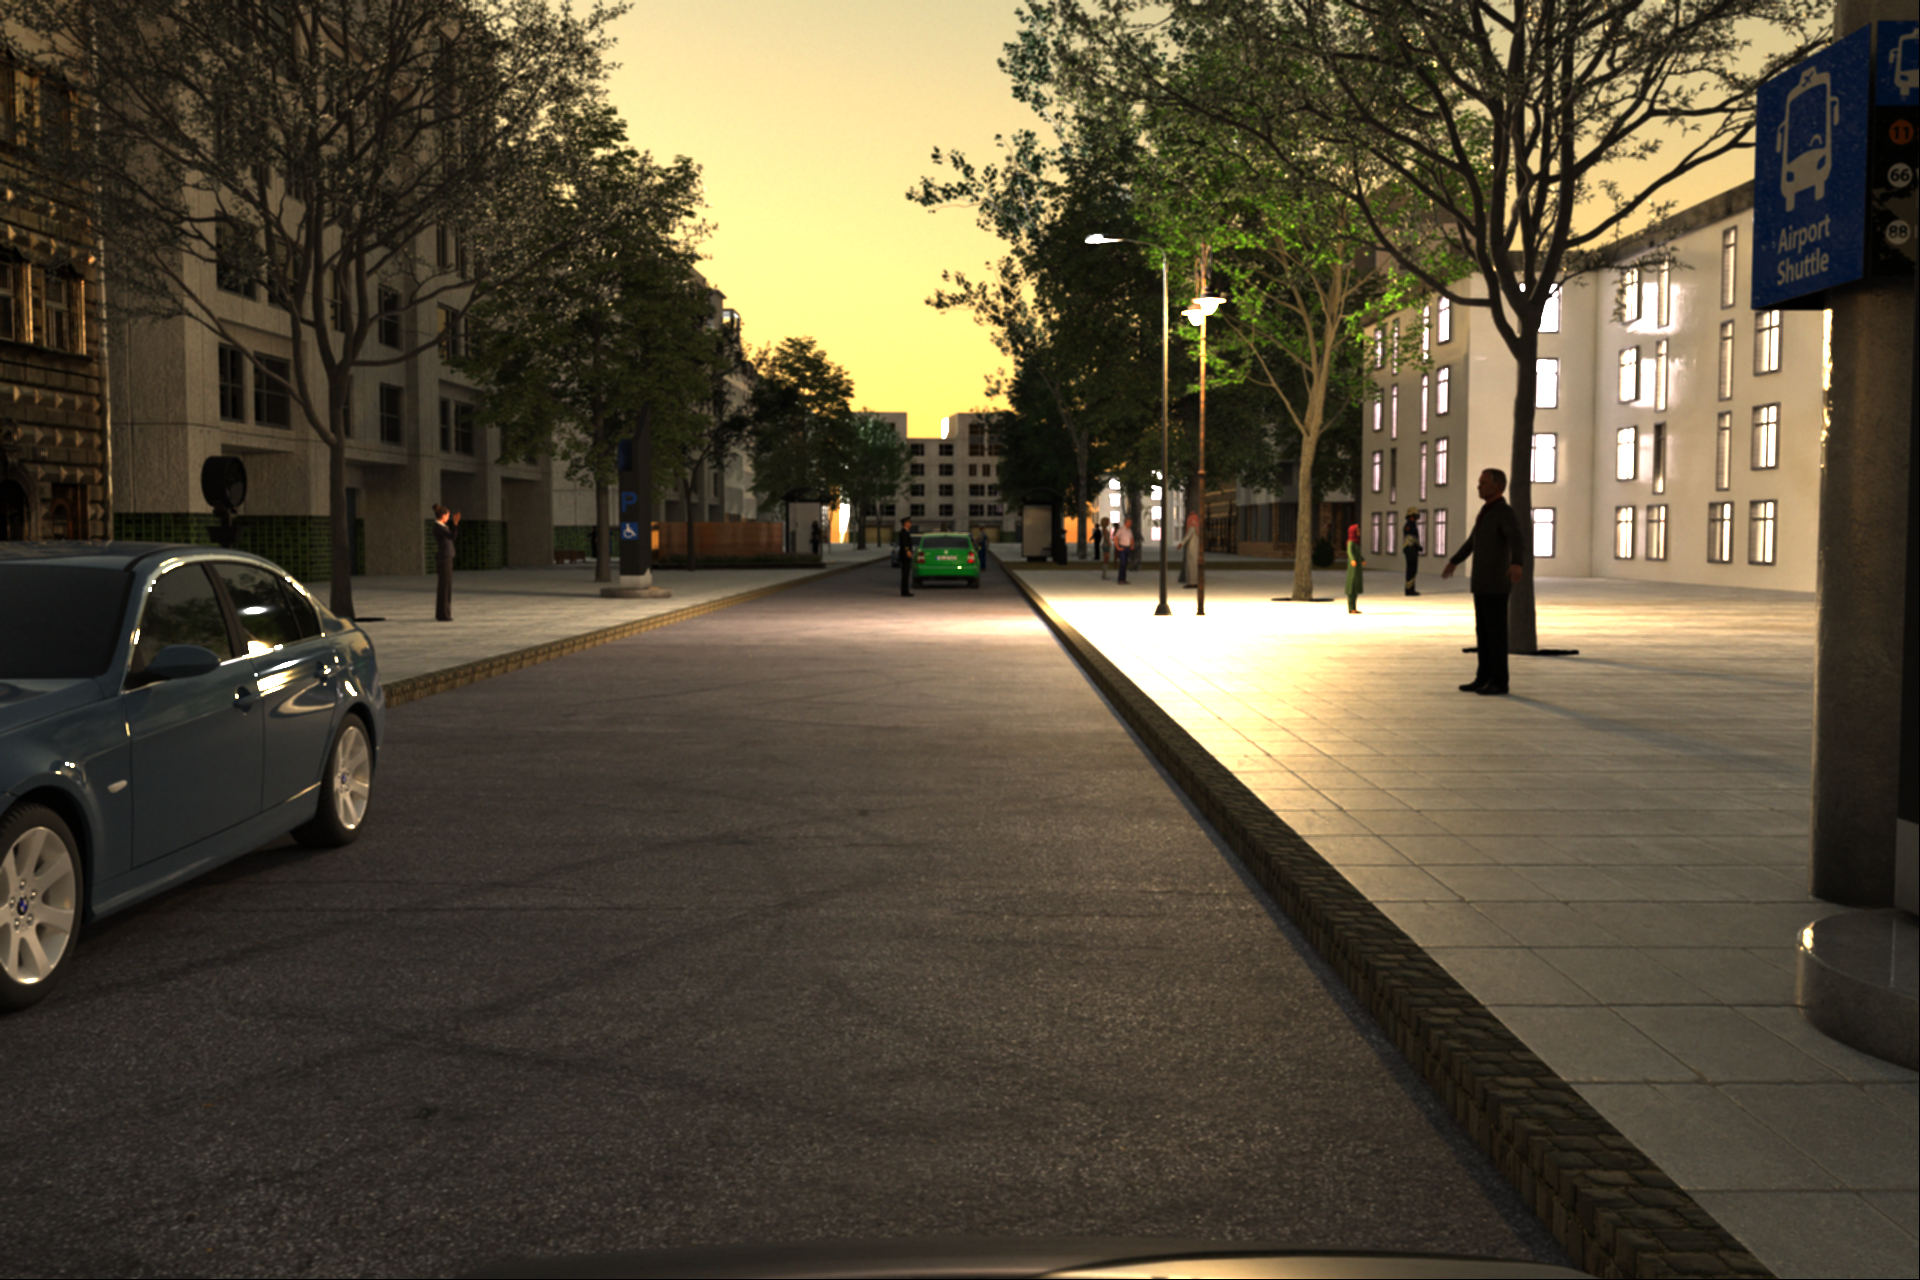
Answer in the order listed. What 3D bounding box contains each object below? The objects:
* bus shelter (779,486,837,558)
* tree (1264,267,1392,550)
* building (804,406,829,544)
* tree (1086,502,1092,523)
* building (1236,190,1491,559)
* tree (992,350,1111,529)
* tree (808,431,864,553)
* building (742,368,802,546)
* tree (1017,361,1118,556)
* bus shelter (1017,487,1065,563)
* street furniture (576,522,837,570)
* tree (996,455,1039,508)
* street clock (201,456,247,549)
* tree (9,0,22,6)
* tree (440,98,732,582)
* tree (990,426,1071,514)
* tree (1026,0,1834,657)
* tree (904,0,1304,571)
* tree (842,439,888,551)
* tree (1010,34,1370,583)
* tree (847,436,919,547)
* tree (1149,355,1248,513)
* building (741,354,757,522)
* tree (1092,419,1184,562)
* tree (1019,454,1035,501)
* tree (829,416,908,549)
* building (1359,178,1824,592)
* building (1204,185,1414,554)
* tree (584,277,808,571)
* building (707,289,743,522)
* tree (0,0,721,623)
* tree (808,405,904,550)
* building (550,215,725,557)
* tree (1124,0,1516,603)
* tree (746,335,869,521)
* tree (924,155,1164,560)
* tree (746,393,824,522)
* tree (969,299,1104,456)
[{"bbox_3d":[-6.626,-5.026,76.098,2.014,3.302,5.546,0,4,1],"label":"bus shelter"},{"bbox_3d":[16.760,-9.558,74.397,7.486,12.596,7.792,0,3,0],"label":"tree"},{"bbox_3d":[-27.670,-24.543,232.204,19.493,23.208,18.063,0,4,1],"label":"building"},{"bbox_3d":[20.361,-18.661,255.465,4.360,8.622,3.978,0,3,0],"label":"tree"},{"bbox_3d":[21.548,-15.006,101.771,16.016,20.090,11.380,0,3,0],"label":"building"},{"bbox_3d":[6.705,-12.919,117.877,9.857,13.997,8.962,0,3,0],"label":"tree"},{"bbox_3d":[-8.761,-10.040,114.511,4.360,8.622,3.978,0,3,0],"label":"tree"},{"bbox_3d":[-28.206,-22.662,201.457,19.493,23.208,18.063,0,4,0],"label":"building"},{"bbox_3d":[6.986,-10.825,102.742,9.928,11.665,9.643,0,3,0],"label":"tree"},{"bbox_3d":[3.600,-5.140,77.958,2.014,3.302,5.546,0,4,1],"label":"bus shelter"},{"bbox_3d":[-8.261,-3.577,65.343,11.010,1.723,9.812,-1,4,-23],"label":"street furniture"},{"bbox_3d":[7.036,-14.794,167.643,9.928,11.665,9.643,0,3,0],"label":"tree"},{"bbox_3d":[-6.834,-0.707,16.137,0.358,2.002,0.471,0,4,1],"label":"street clock"},{"bbox_3d":[-8.904,-3.774,12.072,4.360,8.622,3.978,0,3,0],"label":"tree"},{"bbox_3d":[-9.855,-7.835,46.227,7.486,12.596,7.792,0,3,0],"label":"tree"},{"bbox_3d":[6.609,-14.686,158.246,7.486,12.596,7.792,0,3,0],"label":"tree"},{"bbox_3d":[6.029,-6.606,18.371,12.009,13.543,11.850,0,3,0],"label":"tree"},{"bbox_3d":[4.948,-12.505,60.341,12.611,20.169,13.585,0,3,0],"label":"tree"},{"bbox_3d":[-8.249,-11.091,131.697,4.360,8.622,3.978,0,3,0],"label":"tree"},{"bbox_3d":[6.179,-8.501,45.648,9.857,13.997,8.962,0,3,0],"label":"tree"},{"bbox_3d":[-7.767,-14.752,166.951,9.928,11.665,9.643,0,3,0],"label":"tree"},{"bbox_3d":[9.536,-7.316,69.974,4.737,8.622,4.395,0,3,0],"label":"tree"},{"bbox_3d":[-27.646,-19.715,178.756,16.016,20.090,11.380,0,4,1],"label":"building"},{"bbox_3d":[7.239,-7.673,75.814,4.360,8.622,3.978,0,3,0],"label":"tree"},{"bbox_3d":[6.972,-12.199,149.819,4.360,8.622,3.978,0,3,0],"label":"tree"},{"bbox_3d":[-8.317,-13.836,151.972,9.928,11.665,9.643,0,3,0],"label":"tree"},{"bbox_3d":[19.557,-6.693,51.577,9.099,9.664,28.070,0,4,0],"label":"building"},{"bbox_3d":[26.730,-17.482,116.751,19.493,23.208,18.063,0,4,1],"label":"building"},{"bbox_3d":[-9.246,-7.687,60.102,8.767,10.594,7.601,0,4,6],"label":"tree"},{"bbox_3d":[-23.748,-17.050,135.179,16.016,20.090,11.380,0,4,1],"label":"building"},{"bbox_3d":[-9.139,-7.007,24.935,12.009,13.543,11.850,0,3,0],"label":"tree"},{"bbox_3d":[-8.315,-13.176,141.176,9.928,11.665,9.643,0,3,0],"label":"tree"},{"bbox_3d":[-26.090,-15.023,112.077,16.747,18.905,31.486,0,4,1],"label":"building"},{"bbox_3d":[6.687,-6.538,32.652,9.928,11.665,9.643,0,3,0],"label":"tree"},{"bbox_3d":[-8.823,-11.093,99.505,7.486,12.596,7.792,0,3,0],"label":"tree"},{"bbox_3d":[5.064,-14.164,87.465,12.611,20.169,13.585,0,3,0],"label":"tree"},{"bbox_3d":[-8.678,-8.570,90.479,4.360,8.622,3.978,0,3,0],"label":"tree"},{"bbox_3d":[6.840,-17.279,138.403,12.611,20.169,13.585,0,3,0],"label":"tree"}]
